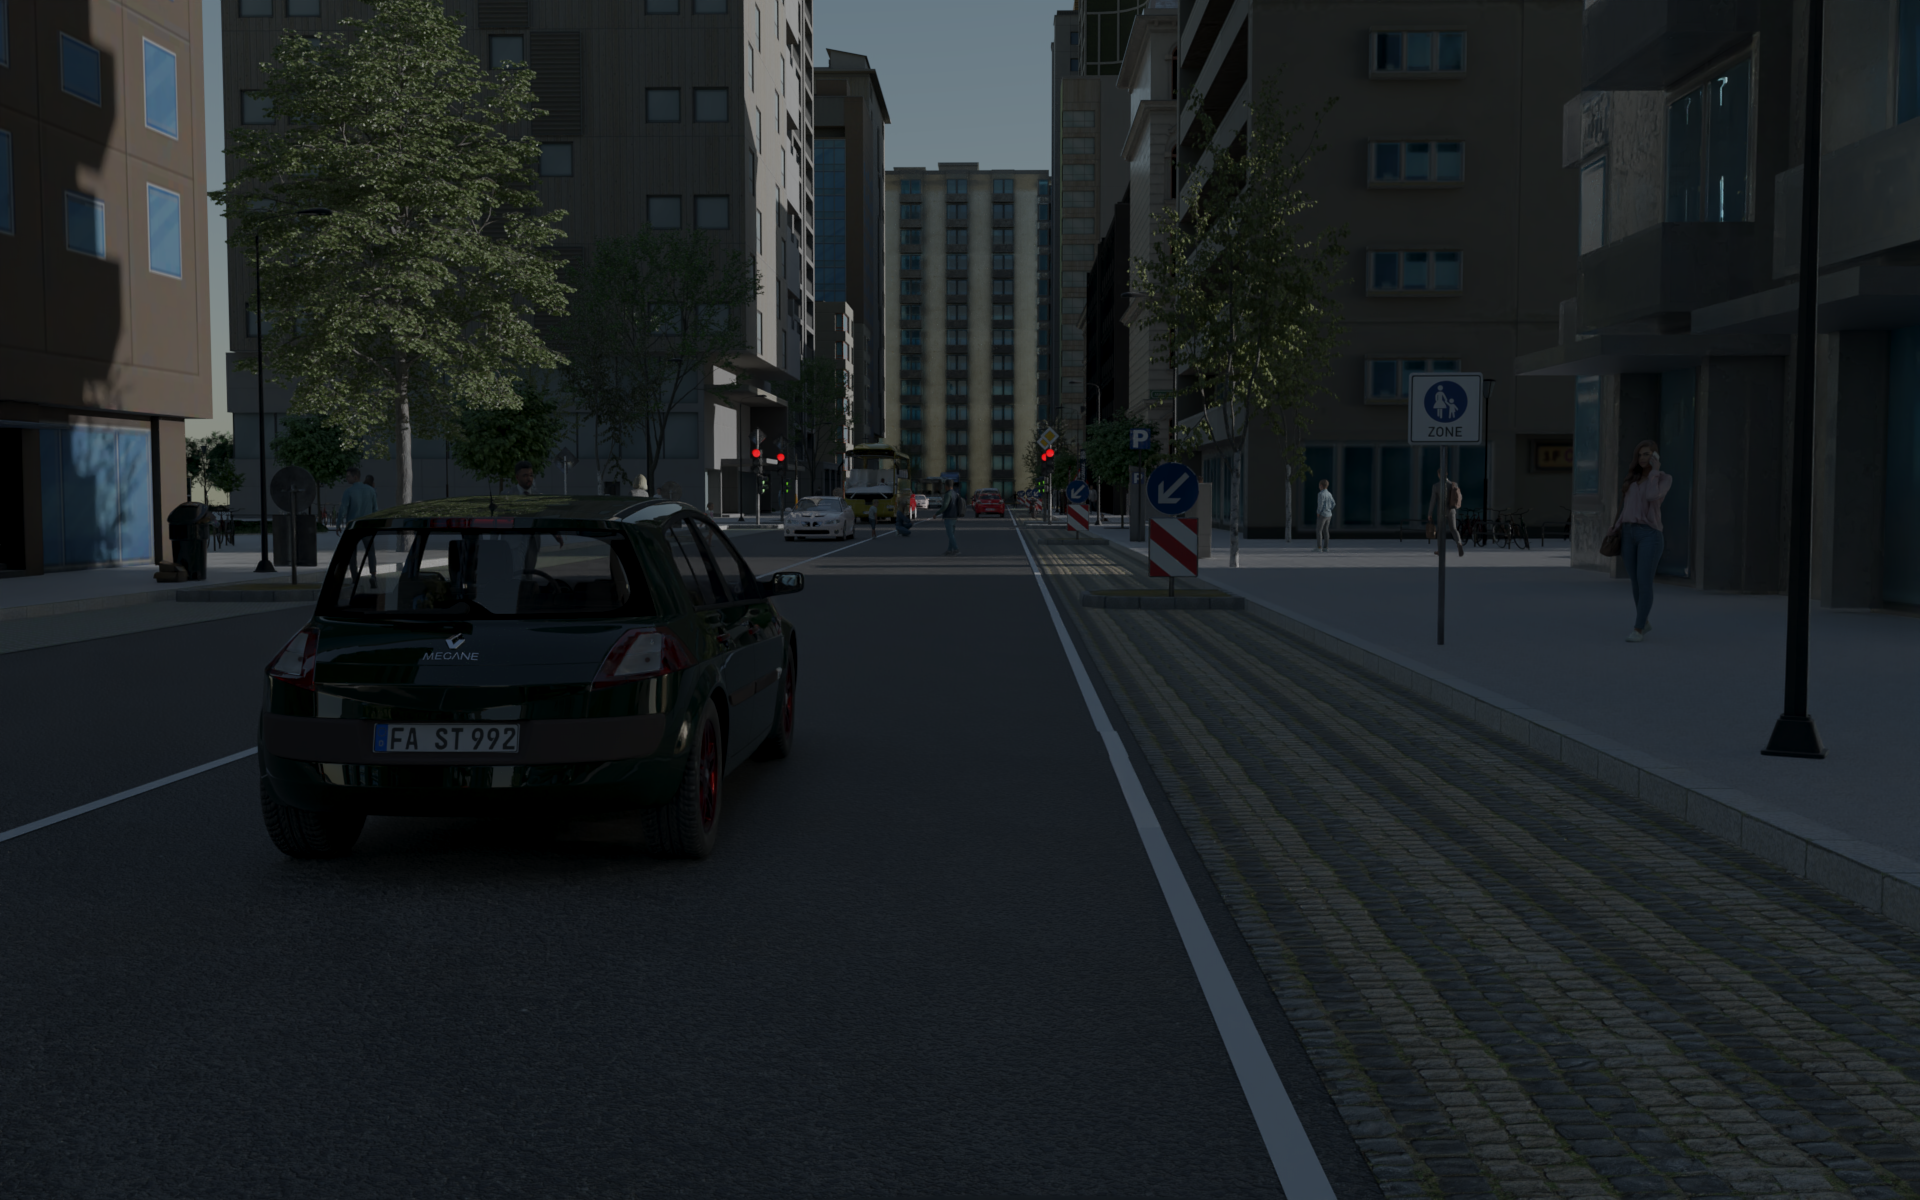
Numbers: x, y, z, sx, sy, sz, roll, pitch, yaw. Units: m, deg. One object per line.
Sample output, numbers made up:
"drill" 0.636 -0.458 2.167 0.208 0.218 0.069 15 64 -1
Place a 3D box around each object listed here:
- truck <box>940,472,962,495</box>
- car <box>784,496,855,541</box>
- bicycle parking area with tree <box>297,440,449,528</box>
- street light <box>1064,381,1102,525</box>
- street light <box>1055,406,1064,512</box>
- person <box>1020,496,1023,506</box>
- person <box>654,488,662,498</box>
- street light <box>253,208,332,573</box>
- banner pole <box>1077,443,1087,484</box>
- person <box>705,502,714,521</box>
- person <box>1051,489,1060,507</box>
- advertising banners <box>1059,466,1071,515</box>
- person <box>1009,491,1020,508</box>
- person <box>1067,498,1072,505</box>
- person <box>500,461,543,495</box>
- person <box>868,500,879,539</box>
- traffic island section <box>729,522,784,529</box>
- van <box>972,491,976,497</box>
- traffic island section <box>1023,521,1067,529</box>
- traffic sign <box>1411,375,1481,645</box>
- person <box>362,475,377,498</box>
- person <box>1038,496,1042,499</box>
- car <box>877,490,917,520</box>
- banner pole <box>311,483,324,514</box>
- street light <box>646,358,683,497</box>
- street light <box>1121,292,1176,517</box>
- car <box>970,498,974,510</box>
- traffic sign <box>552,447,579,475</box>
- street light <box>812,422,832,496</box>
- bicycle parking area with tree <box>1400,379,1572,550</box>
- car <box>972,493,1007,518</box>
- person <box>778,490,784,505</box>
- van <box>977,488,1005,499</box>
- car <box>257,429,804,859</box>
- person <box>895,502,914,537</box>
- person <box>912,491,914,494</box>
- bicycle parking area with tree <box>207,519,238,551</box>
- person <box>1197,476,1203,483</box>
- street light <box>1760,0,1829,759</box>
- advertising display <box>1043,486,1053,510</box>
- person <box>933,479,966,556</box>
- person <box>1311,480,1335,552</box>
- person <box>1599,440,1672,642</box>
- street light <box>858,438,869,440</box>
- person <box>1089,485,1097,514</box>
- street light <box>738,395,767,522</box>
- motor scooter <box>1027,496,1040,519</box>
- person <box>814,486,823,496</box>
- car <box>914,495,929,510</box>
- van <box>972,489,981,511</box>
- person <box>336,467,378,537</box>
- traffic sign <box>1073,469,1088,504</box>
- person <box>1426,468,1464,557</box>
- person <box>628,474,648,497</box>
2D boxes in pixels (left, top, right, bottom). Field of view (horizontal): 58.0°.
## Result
"truck" -1.166 -14.035 219.232 2.967 4.110 18.799 0 4 1
"car" -4.349 -2.553 54.107 2.083 1.381 4.827 0 4 2
"bicycle parking area with tree" -22.791 -4.948 67.903 8.231 4.147 9.016 -1 4 -12
"street light" 5.152 -6.032 71.167 1.470 5.913 1.316 0 4 1
"street light" 5.705 -7.298 91.869 1.470 5.913 1.316 0 4 1
"person" 7.109 -11.686 200.241 0.551 1.740 0.621 3 5 45
"person" -10.545 -3.202 60.991 0.523 1.515 0.503 2 4 34
"street light" -10.878 -3.408 28.265 1.470 5.913 1.316 0 4 1
"banner pole" 5.888 -5.765 84.271 0.401 3.779 0.863 -3 4 -38
"person" -6.768 -2.026 46.639 0.382 1.210 0.505 1 4 17
"person" 7.040 -7.338 126.289 0.678 1.792 0.850 -1 4 -15
"advertising banners" 6.515 -6.771 106.888 0.090 3.025 2.074 2 4 23
"person" 5.651 -10.330 178.212 1.217 1.723 0.721 -1 4 -19
"person" 9.582 -8.992 153.029 0.822 1.834 0.622 -1 4 -22
"person" -4.738 -0.613 18.799 0.678 1.792 0.850 -3 5 -39
"person" -2.758 -2.578 55.330 0.352 1.250 0.332 0 3 0
"traffic island section" -8.482 -3.071 72.487 2.009 0.180 2.903 0 4 1
"van" 2.402 -12.142 205.539 2.013 2.044 4.112 0 4 2
"traffic island section" 3.949 -3.541 80.170 2.009 0.180 2.903 0 4 1
"traffic sign" 4.091 -0.767 14.673 0.606 2.300 0.079 0 4 4
"person" -15.702 -2.407 45.670 0.793 1.790 0.793 -1 4 -11
"person" 9.860 -12.921 218.025 0.721 1.735 1.217 -3 5 -39
"car" -3.587 -5.391 96.823 2.281 1.827 5.304 0 4 3
"banner pole" -29.859 -5.514 80.170 0.863 3.779 0.401 0 4 1
"street light" -10.176 -5.312 59.392 1.470 5.913 1.316 0 4 1
"street light" 4.404 -4.127 40.011 1.470 5.913 1.316 0 4 1
"car" 2.009 -9.309 161.241 2.155 1.783 4.494 0 4 0
"traffic sign" -10.948 -2.954 48.036 0.795 2.593 0.064 0 4 7
"street light" -8.995 -8.533 112.056 1.470 5.913 1.316 0 4 1
"bicycle parking area with tree" 15.694 -3.458 43.544 8.231 4.147 9.016 0 4 4
"car" 1.817 -5.947 106.277 2.155 1.783 4.494 0 4 0
"person" -13.190 -7.444 128.018 0.793 1.790 0.793 0 4 1
"van" 2.158 -7.105 123.172 2.013 2.044 4.112 0 4 2
"car" -1.797 0.097 8.208 2.009 1.686 4.222 0 4 1
"person" -1.823 -2.722 58.511 0.738 1.151 1.012 1 4 9
"person" -5.349 -11.652 199.030 0.705 1.821 1.348 0 4 -5
"bicycle parking area with tree" -21.076 -3.268 40.438 8.231 4.147 9.016 0 4 -6
"person" 6.887 -2.612 49.026 0.573 1.790 0.520 -1 4 -21
"street light" 3.581 -2.193 8.392 1.470 5.913 1.316 0 4 1
"advertising display" 7.269 -8.425 142.959 0.974 1.923 0.123 -3 5 -41
"person" -0.224 -1.921 40.253 0.721 1.781 0.623 1 4 16
"person" 8.102 -1.880 38.590 0.589 1.601 0.330 -2 4 -35
"person" 5.985 -0.523 15.187 0.643 1.750 0.593 -2 4 -33
"street light" -8.206 -10.437 143.181 1.470 5.913 1.316 0 4 1
"person" 8.531 -6.428 110.987 0.661 1.843 0.795 3 5 40
"street light" -9.702 -6.629 80.928 1.470 5.913 1.316 0 4 1
"motor scooter" 4.305 -5.410 101.235 0.815 1.314 1.986 0 4 1
"person" -10.438 -7.462 127.822 0.659 1.850 0.755 0 4 3
"car" -3.882 -9.018 159.805 2.083 1.381 4.827 0 4 1
"van" 2.028 -8.524 146.376 2.013 2.044 4.112 0 4 3
"person" -9.108 -1.092 26.220 0.638 1.841 0.748 -2 4 -30
"traffic sign" 6.148 -5.429 88.770 0.884 2.594 0.081 1 4 11
"person" 9.999 -1.814 35.665 0.622 1.834 0.822 -1 4 -13
"person" -6.113 -1.465 32.641 0.526 1.800 0.537 3 5 44
